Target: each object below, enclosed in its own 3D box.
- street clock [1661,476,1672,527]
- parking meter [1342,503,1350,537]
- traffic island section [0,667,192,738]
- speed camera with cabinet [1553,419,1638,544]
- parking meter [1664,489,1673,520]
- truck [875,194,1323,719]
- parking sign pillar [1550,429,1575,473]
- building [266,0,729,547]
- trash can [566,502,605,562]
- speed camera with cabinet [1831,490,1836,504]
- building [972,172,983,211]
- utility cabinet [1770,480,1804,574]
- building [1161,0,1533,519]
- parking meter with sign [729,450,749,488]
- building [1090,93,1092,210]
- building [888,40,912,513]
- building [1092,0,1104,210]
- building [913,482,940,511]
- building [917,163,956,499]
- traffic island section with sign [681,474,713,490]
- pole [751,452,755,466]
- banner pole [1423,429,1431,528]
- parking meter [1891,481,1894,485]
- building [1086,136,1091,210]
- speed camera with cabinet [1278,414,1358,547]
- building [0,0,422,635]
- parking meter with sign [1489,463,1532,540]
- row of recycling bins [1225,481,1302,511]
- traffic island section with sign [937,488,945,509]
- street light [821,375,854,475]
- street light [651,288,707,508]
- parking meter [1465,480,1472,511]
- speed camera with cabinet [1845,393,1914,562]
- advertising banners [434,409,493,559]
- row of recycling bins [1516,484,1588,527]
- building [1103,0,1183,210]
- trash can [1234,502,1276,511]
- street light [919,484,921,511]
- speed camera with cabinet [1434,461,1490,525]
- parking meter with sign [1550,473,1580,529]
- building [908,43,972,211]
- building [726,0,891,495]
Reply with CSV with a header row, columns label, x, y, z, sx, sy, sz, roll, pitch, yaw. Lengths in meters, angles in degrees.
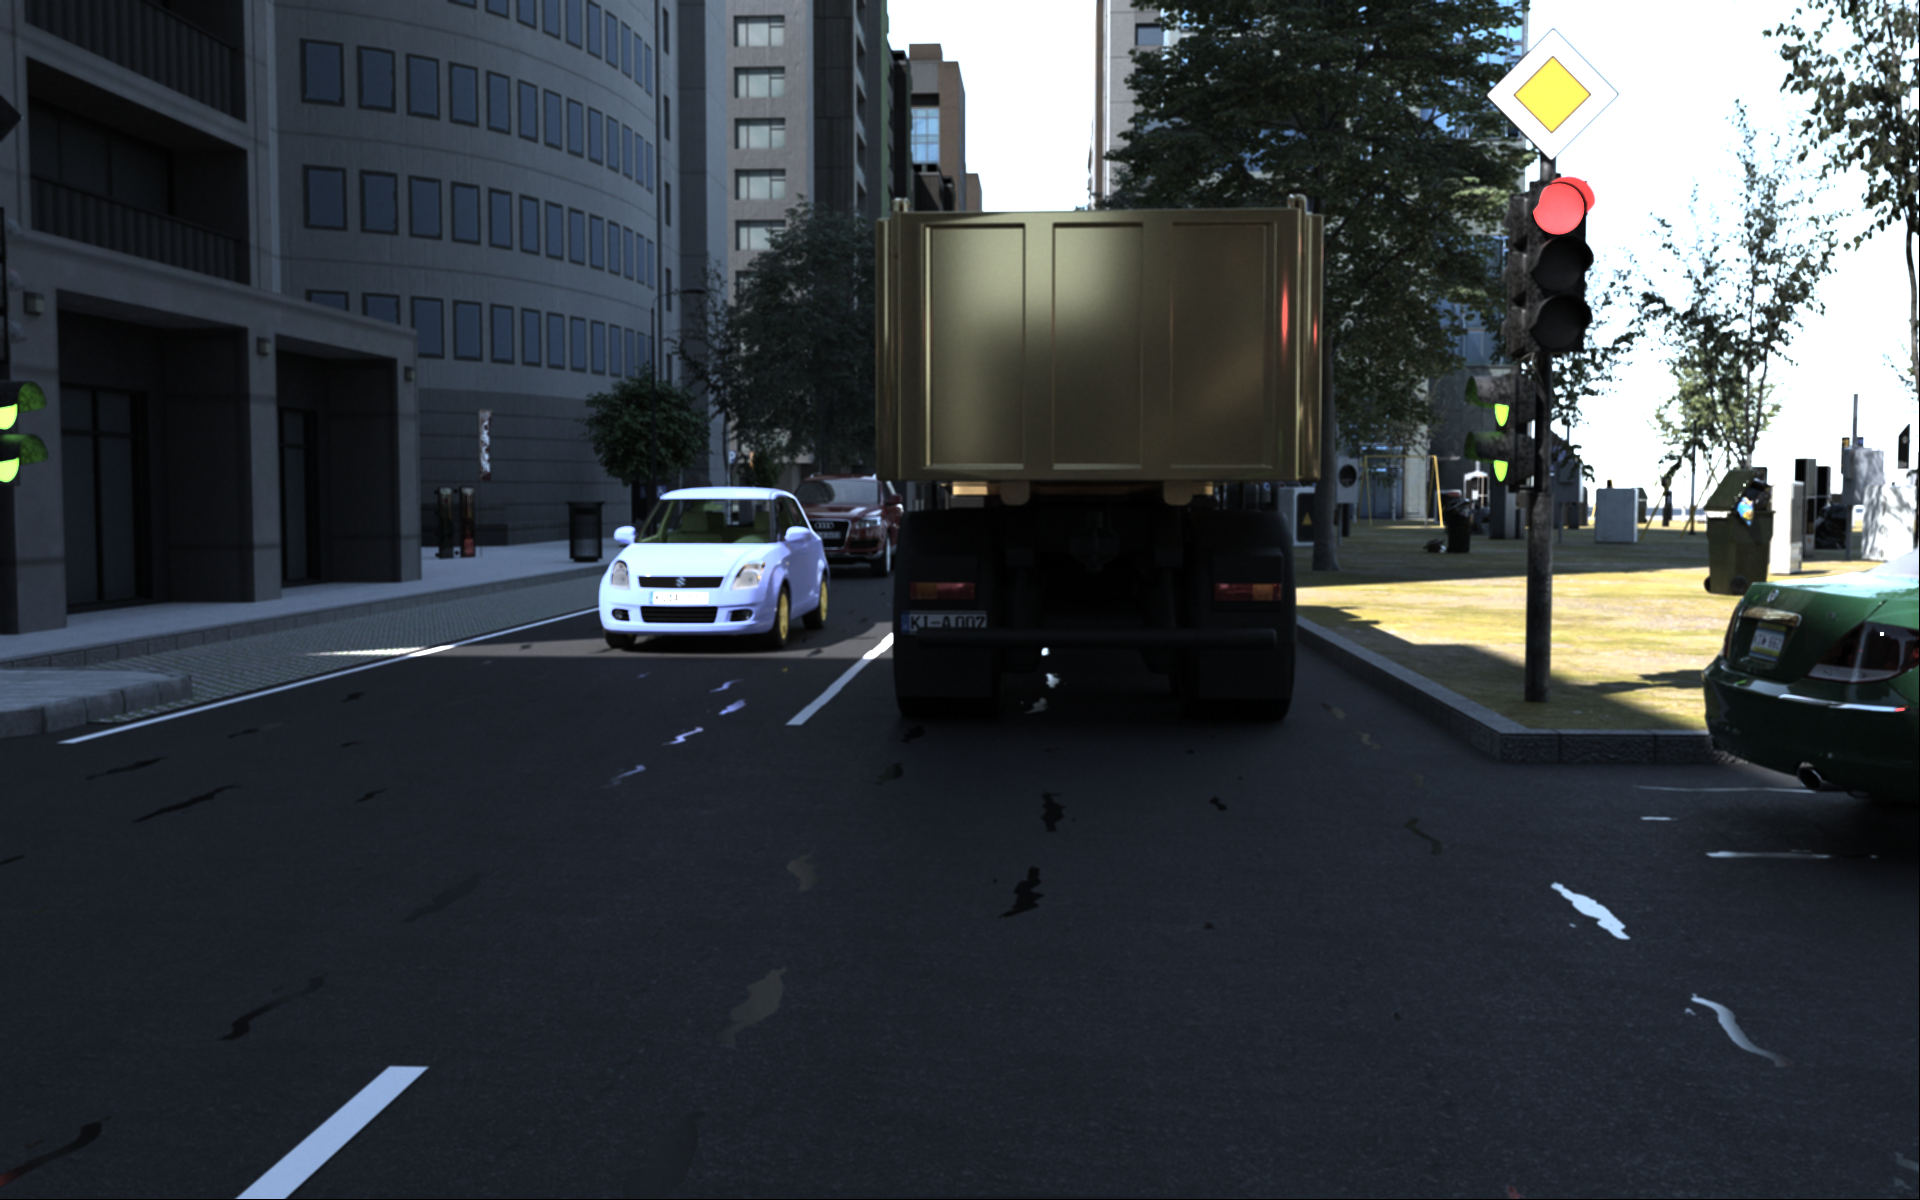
label,x,y,z,sx,sy,sz,roll,pitch,yaw
street clock,27.874,-3.902,68.361,0.471,2.002,0.358,-3,4,-38
parking meter,11.615,-2.846,52.239,0.255,1.863,0.399,1,4,23
traffic island section,-6.426,0.673,11.285,2.009,0.180,2.903,0,4,3
speed camera with cabinet,16.686,-3.126,45.441,2.038,3.252,0.660,2,4,30
parking meter,34.614,-4.661,84.620,0.372,1.533,0.369,0,3,0
truck,1.059,-1.147,14.686,3.469,3.379,9.791,0,4,3
parking sign pillar,24.377,-5.022,70.580,1.447,3.967,1.447,-2,4,-27
building,-20.239,-31.232,52.637,21.231,58.520,28.212,0,4,3
trash can,-7.073,-1.289,32.728,0.748,1.137,0.748,0,3,0
speed camera with cabinet,34.109,-4.375,65.863,2.038,3.252,0.660,2,4,33
building,-4.075,-35.794,235.339,14.600,45.320,14.200,0,4,3
utility cabinet,13.273,-1.168,27.771,0.318,1.500,1.173,2,4,34
building,20.717,-48.225,101.144,22.319,86.520,31.000,0,4,3
parking meter with sign,-8.396,-4.419,68.517,1.738,3.016,0.543,2,4,31
building,24.625,-34.210,183.030,21.300,48.544,21.600,0,4,3
building,-10.503,-20.565,107.936,14.160,30.474,14.107,0,4,3
building,18.737,-30.799,153.679,14.600,45.320,14.200,0,4,3
building,-16.057,-17.429,130.003,27.650,21.520,28.899,0,4,3
building,-7.773,-23.217,151.293,14.160,30.474,14.107,0,4,3
traffic island section with sign,-5.196,-1.550,33.963,1.989,1.847,2.006,0,4,3
pole,-10.087,-5.536,84.351,0.158,3.312,0.155,0,3,0
banner pole,17.884,-4.661,66.220,0.401,3.779,0.863,0,4,7
parking meter,37.978,-3.948,70.269,0.255,1.863,0.399,-1,4,-11
building,26.270,-33.893,208.777,22.147,44.769,28.867,0,4,3
speed camera with cabinet,8.736,-2.927,42.190,2.038,3.252,0.660,-2,4,-28
building,-18.478,-35.566,19.757,20.563,71.187,20.611,0,4,3
parking meter with sign,15.480,-3.235,49.160,0.543,3.016,1.738,3,5,44
row of recycling bins,7.968,-2.351,45.558,1.069,1.692,3.534,2,4,35
traffic island section with sign,-1.124,-6.153,109.232,1.989,1.847,2.006,0,4,3
street light,-4.828,-5.805,67.450,1.470,5.913,1.316,0,4,3
street light,-6.407,-4.081,39.258,1.470,5.913,1.316,0,4,3
parking meter,20.862,-3.997,71.060,0.255,1.863,0.399,1,4,12
speed camera with cabinet,17.656,-2.384,33.306,0.660,3.252,2.038,0,4,6
advertising banners,-9.998,-2.376,35.036,0.090,3.025,2.074,1,4,17
row of recycling bins,23.327,-3.751,68.440,3.534,1.692,1.069,-1,4,-21
building,21.418,-36.058,131.555,21.231,58.520,28.212,0,4,3
trash can,5.331,-1.203,31.316,0.748,1.137,0.748,0,3,0
street light,-2.138,-8.756,115.697,1.470,5.913,1.316,0,4,3
speed camera with cabinet,20.917,-4.772,72.355,2.038,3.252,0.660,2,4,31
parking meter with sign,21.832,-4.119,63.614,1.738,3.016,0.543,0,4,7
building,-6.631,-32.215,176.821,14.600,45.320,14.200,0,4,3
building,-11.421,-25.075,93.566,14.154,41.232,14.086,0,4,3
